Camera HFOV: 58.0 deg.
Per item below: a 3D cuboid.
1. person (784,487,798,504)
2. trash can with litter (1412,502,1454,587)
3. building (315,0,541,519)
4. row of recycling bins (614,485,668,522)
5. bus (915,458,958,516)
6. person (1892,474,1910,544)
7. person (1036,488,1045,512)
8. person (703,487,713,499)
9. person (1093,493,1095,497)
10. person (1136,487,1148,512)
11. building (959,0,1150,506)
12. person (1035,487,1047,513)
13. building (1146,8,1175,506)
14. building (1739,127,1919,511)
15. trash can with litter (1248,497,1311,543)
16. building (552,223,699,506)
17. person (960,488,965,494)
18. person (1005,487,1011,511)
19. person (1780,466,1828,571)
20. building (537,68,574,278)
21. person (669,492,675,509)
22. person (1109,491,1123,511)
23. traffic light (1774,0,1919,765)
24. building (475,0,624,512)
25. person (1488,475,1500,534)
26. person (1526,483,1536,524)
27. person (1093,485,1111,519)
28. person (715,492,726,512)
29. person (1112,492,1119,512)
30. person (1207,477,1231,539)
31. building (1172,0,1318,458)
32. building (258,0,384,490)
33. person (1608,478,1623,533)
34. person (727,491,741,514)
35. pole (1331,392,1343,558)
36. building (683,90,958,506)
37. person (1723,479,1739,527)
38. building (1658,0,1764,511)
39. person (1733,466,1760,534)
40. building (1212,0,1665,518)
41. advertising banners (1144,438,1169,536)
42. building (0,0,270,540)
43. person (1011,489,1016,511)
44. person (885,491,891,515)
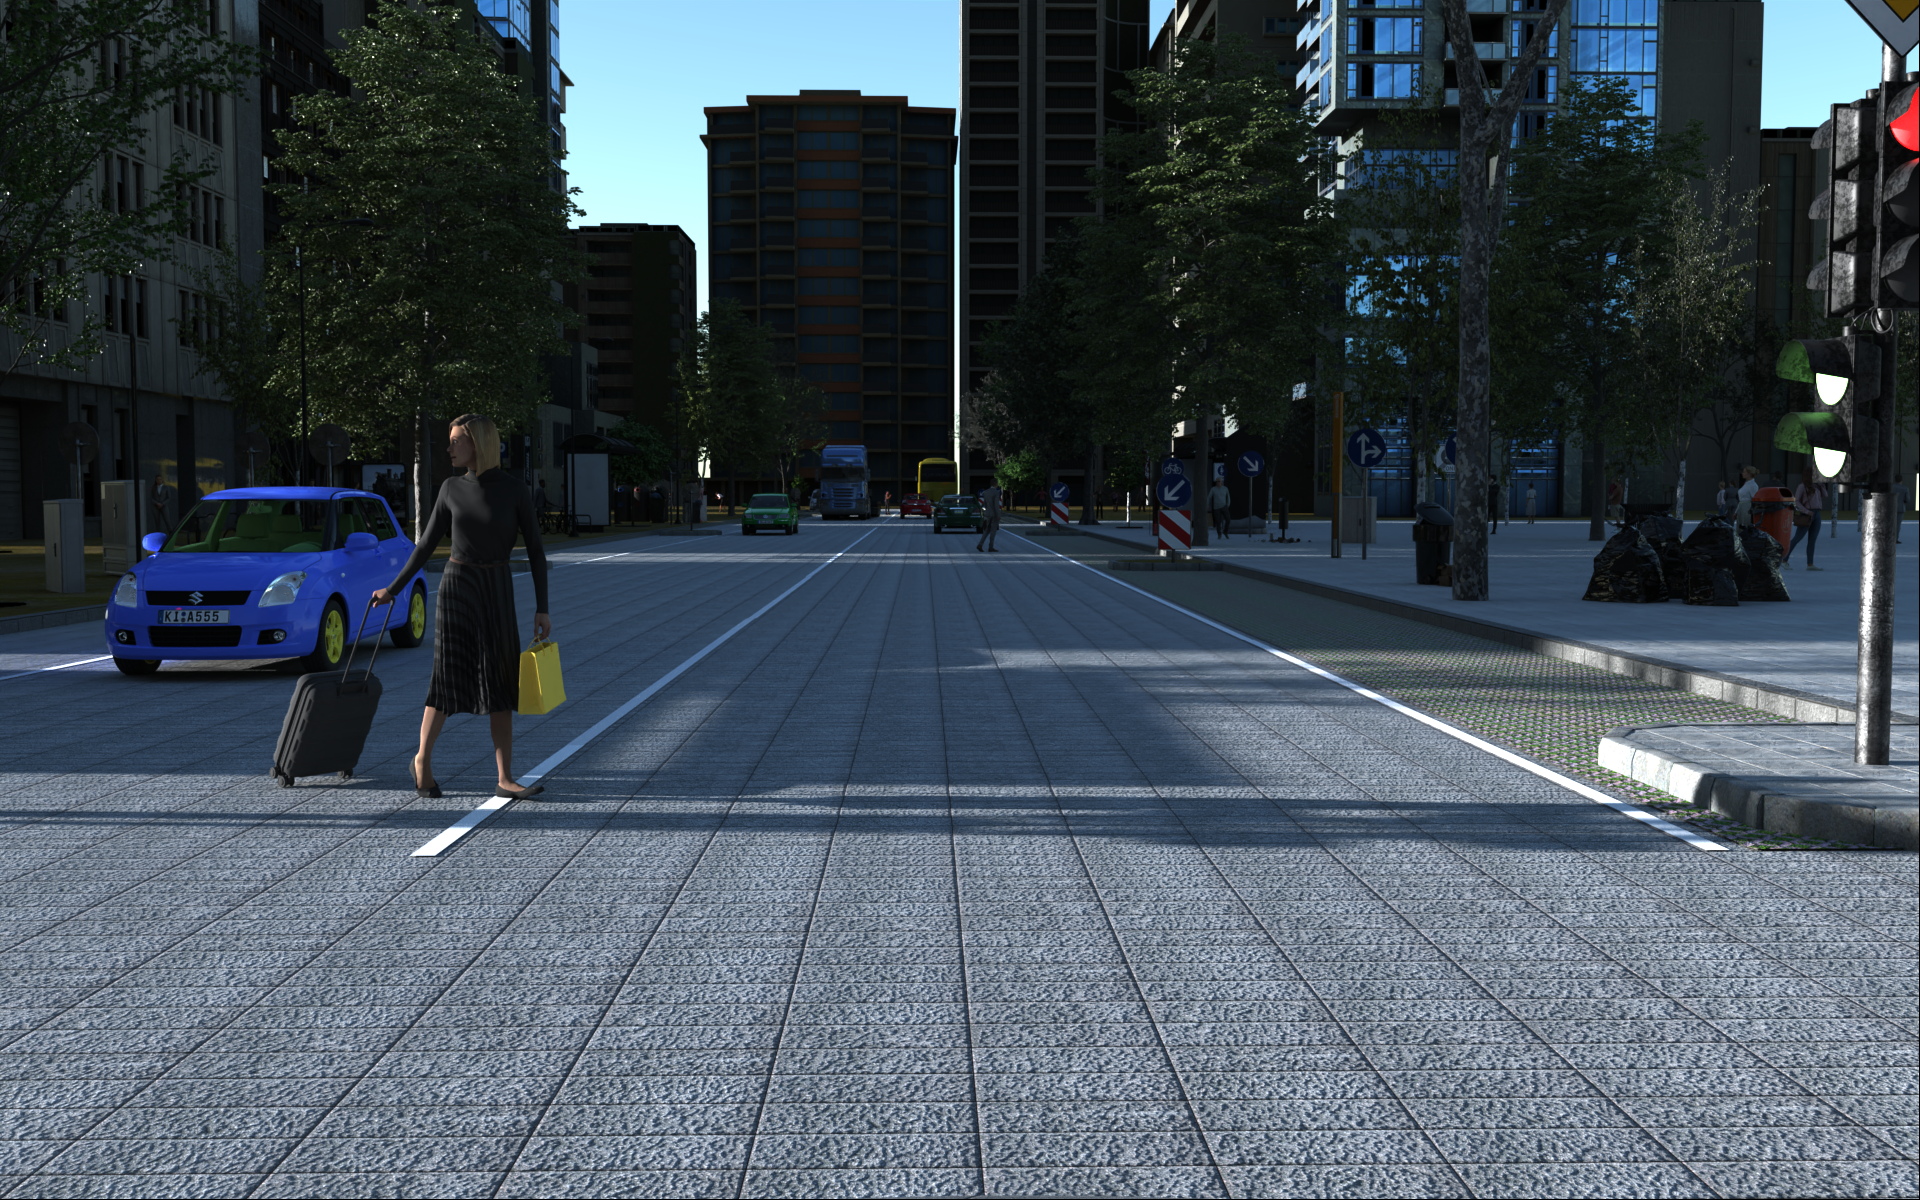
[{"bbox_3d":[-8.517,-4.664,85.274,1.217,1.766,0.721,1,4,22],"label":"person"},{"bbox_3d":[6.853,-0.797,24.411,0.624,1.170,1.055,-1,4,-20],"label":"trash can with litter"},{"bbox_3d":[-34.040,-20.354,104.496,14.160,30.474,14.107,0,4,-1],"label":"building"},{"bbox_3d":[-15.214,-4.463,80.090,3.534,1.692,1.069,0,4,5],"label":"row of recycling bins"},{"bbox_3d":[-1.578,-7.696,117.370,2.896,3.916,12.252,0,4,-2],"label":"bus"},{"bbox_3d":[24.357,-2.370,44.988,0.606,1.804,0.583,3,4,38],"label":"person"},{"bbox_3d":[5.784,-7.077,122.476,1.217,1.735,0.721,2,4,29],"label":"person"},{"bbox_3d":[-16.850,-6.572,114.019,1.217,1.766,0.721,0,3,0],"label":"person"},{"bbox_3d":[11.036,-8.524,146.340,0.436,1.711,0.756,-1,4,-23],"label":"person"},{"bbox_3d":[13.077,-7.182,124.023,0.990,1.755,0.434,-1,4,-18],"label":"person"},{"bbox_3d":[10.308,-46.006,190.452,20.611,71.187,20.563,0,4,-1],"label":"building"},{"bbox_3d":[5.570,-6.735,116.888,1.217,1.743,0.721,1,4,15],"label":"person"},{"bbox_3d":[34.494,-37.040,194.850,27.495,52.752,28.713,0,4,-1],"label":"building"},{"bbox_3d":[68.044,-22.533,140.119,14.107,30.474,14.160,0,4,-1],"label":"building"},{"bbox_3d":[8.497,-2.143,46.099,1.678,1.210,2.233,1,4,12],"label":"trash can with litter"},{"bbox_3d":[-36.179,-25.430,187.482,14.107,30.474,14.160,0,4,-1],"label":"building"},{"bbox_3d":[0.029,-4.960,90.114,1.217,1.766,0.721,3,5,44],"label":"person"},{"bbox_3d":[3.712,-7.682,131.658,0.705,1.822,1.348,-2,4,-25],"label":"person"},{"bbox_3d":[14.211,-1.380,29.191,0.593,1.750,0.643,-2,4,-29],"label":"person"},{"bbox_3d":[-57.111,-36.910,192.713,27.495,52.752,28.713,0,4,-1],"label":"building"},{"bbox_3d":[-24.241,-8.471,145.464,0.530,1.710,0.541,-2,4,-27],"label":"person"},{"bbox_3d":[11.875,-7.684,132.391,1.217,1.735,0.721,1,4,18],"label":"person"},{"bbox_3d":[4.330,-1.176,8.148,0.839,4.253,0.868,0,4,-1],"label":"traffic light"},{"bbox_3d":[-43.451,-50.082,131.505,31.000,86.520,22.319,0,4,-1],"label":"building"},{"bbox_3d":[16.919,-3.050,55.273,0.474,1.900,0.648,-2,4,-24],"label":"person"},{"bbox_3d":[24.436,-4.134,74.209,0.480,1.755,0.524,-1,4,-15],"label":"person"},{"bbox_3d":[7.286,-5.106,90.243,1.217,1.735,0.721,0,4,-2],"label":"person"},{"bbox_3d":[-16.703,-6.824,120.797,0.799,1.438,0.628,0,4,-7],"label":"person"},{"bbox_3d":[11.168,-7.030,124.213,0.421,1.427,0.697,-1,4,-13],"label":"person"},{"bbox_3d":[7.333,-2.625,49.455,0.782,1.767,0.515,0,4,-2],"label":"person"},{"bbox_3d":[28.744,-31.247,134.586,21.300,48.544,21.600,0,4,-1],"label":"building"},{"bbox_3d":[-32.432,-14.757,70.961,12.332,23.373,15.834,0,4,-1],"label":"building"},{"bbox_3d":[21.703,-3.137,57.306,0.573,1.828,0.580,-1,4,-23],"label":"person"},{"bbox_3d":[-14.286,-6.294,108.919,0.705,1.831,1.348,2,4,29],"label":"person"},{"bbox_3d":[7.550,-2.496,34.657,0.158,3.312,0.155,0,3,0],"label":"pole"},{"bbox_3d":[-14.744,-32.784,190.639,28.867,44.769,22.147,0,4,-1],"label":"building"},{"bbox_3d":[26.141,-3.215,58.877,0.520,1.790,0.573,-1,4,-8],"label":"person"},{"bbox_3d":[53.959,-27.859,139.088,14.086,41.232,14.154,0,4,-1],"label":"building"},{"bbox_3d":[14.450,-1.551,31.621,0.641,1.798,0.478,1,4,17],"label":"person"},{"bbox_3d":[29.572,-48.573,106.842,22.319,86.520,31.000,0,4,-1],"label":"building"},{"bbox_3d":[6.043,-3.488,53.216,0.090,3.025,2.074,-1,4,-16],"label":"advertising banners"},{"bbox_3d":[-31.077,-14.356,52.751,12.078,24.808,19.932,0,4,-1],"label":"building"},{"bbox_3d":[3.993,-7.461,129.496,0.415,1.643,0.593,0,4,7],"label":"person"},{"bbox_3d":[-4.932,-6.682,119.212,0.593,1.643,0.415,2,4,31],"label":"person"}]
